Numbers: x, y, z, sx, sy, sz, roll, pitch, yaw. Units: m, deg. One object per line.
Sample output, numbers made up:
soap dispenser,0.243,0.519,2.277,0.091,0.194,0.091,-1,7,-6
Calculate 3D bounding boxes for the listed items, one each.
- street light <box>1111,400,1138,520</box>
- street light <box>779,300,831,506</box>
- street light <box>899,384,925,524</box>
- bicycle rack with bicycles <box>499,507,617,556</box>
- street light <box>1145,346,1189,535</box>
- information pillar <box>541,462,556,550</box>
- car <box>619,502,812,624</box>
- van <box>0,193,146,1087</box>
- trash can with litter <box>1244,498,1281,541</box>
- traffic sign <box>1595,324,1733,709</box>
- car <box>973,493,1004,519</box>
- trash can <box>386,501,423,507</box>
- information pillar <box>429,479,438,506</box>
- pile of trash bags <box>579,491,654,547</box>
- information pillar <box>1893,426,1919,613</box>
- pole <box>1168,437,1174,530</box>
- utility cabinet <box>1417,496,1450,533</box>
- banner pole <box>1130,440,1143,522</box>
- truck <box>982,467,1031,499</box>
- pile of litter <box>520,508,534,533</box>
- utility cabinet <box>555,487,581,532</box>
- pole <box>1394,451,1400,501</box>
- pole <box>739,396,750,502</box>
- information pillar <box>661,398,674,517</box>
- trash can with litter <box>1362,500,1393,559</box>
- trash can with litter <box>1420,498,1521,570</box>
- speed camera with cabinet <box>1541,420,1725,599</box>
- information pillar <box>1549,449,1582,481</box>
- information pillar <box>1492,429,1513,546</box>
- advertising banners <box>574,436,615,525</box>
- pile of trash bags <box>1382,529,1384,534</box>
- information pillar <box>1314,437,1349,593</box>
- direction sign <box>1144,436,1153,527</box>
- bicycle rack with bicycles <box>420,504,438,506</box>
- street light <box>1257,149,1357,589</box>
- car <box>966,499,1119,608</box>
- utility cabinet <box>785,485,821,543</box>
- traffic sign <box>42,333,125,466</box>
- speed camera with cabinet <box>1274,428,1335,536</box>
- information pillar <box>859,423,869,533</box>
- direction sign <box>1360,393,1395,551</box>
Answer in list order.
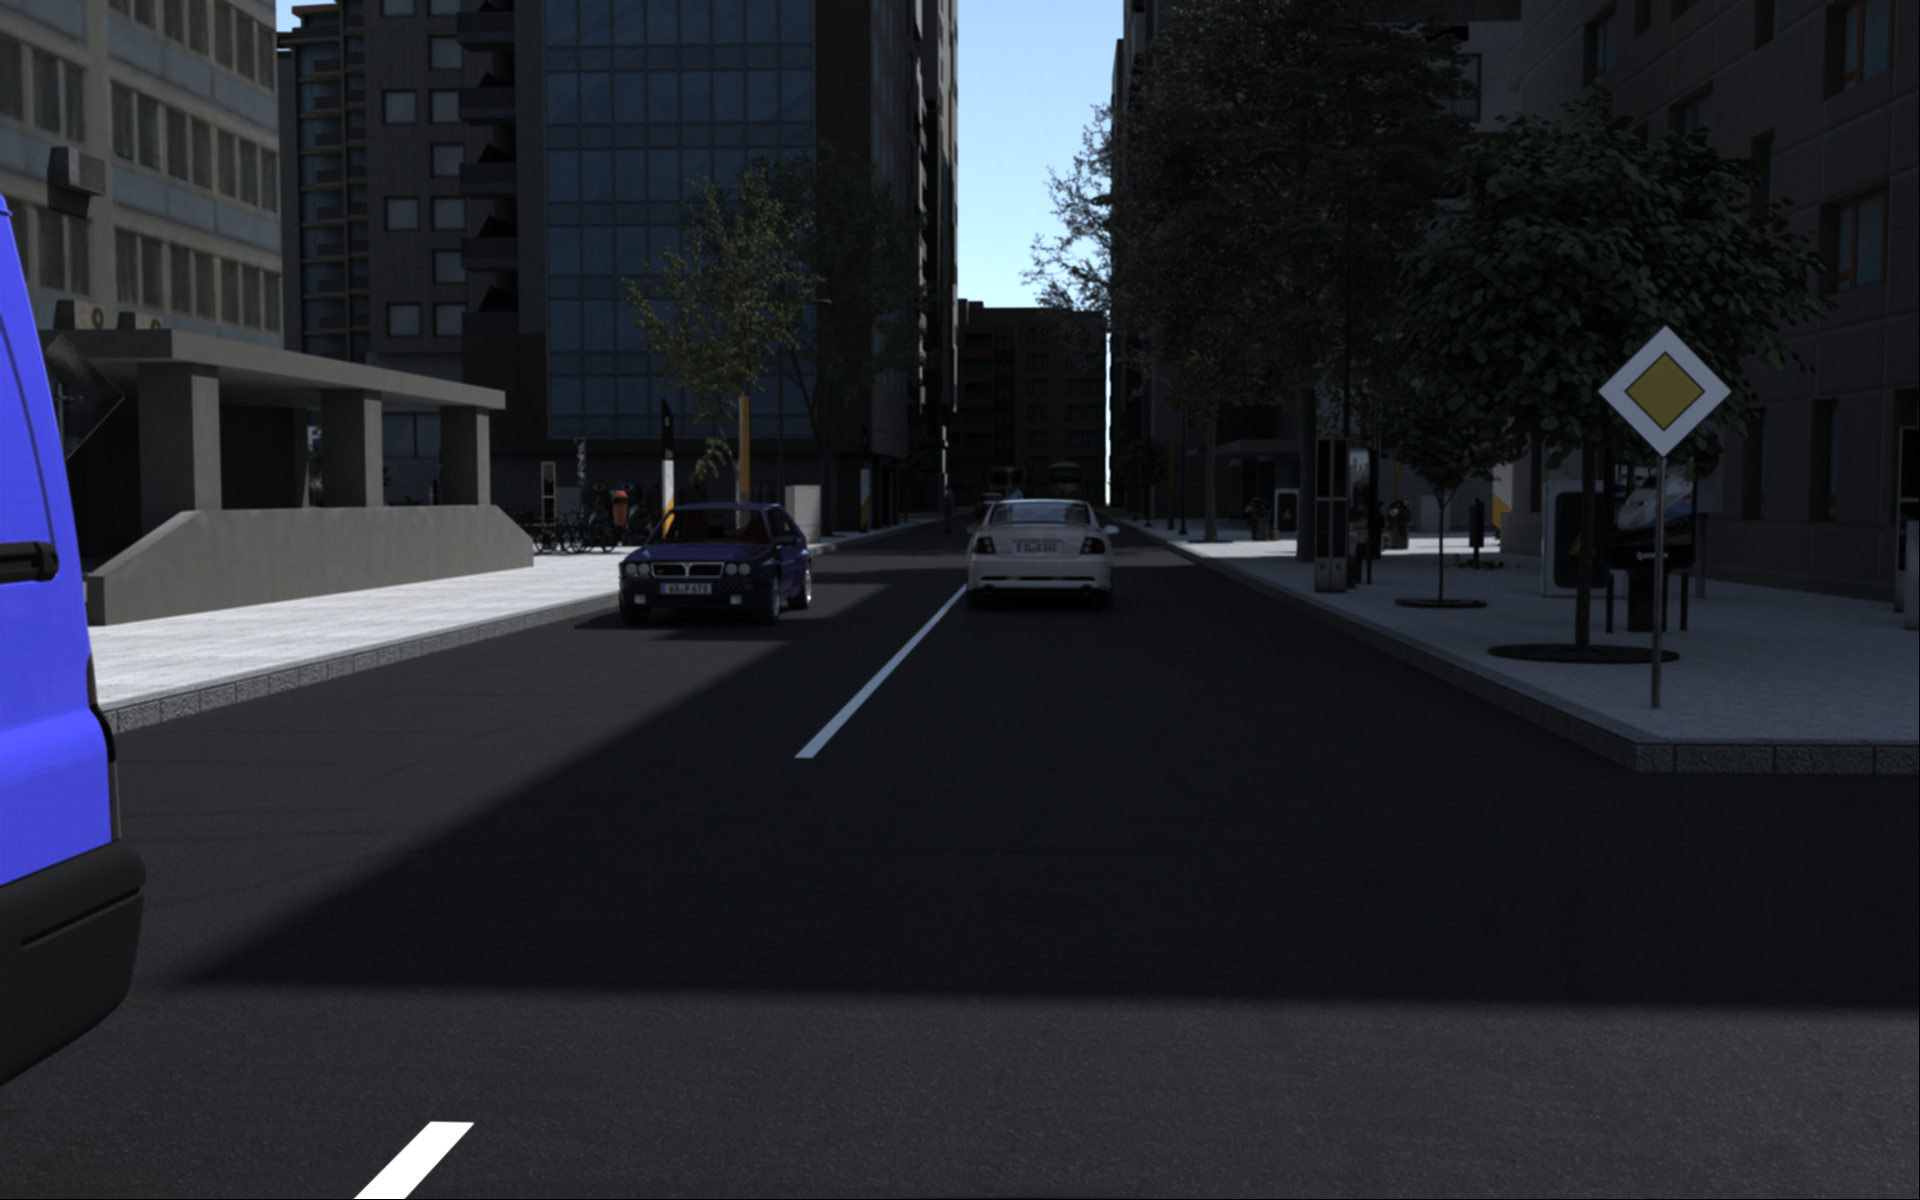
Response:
street light,8.108,-6.897,85.314,1.470,5.913,1.316,0,4,3
street light,-3.773,-4.224,41.606,1.470,5.913,1.316,0,4,3
street light,-2.151,-6.142,72.955,1.470,5.913,1.316,0,4,3
bicycle rack with bicycles,-8.750,-1.481,37.598,2.925,0.926,2.852,-3,5,-42
street light,6.485,-5.005,54.373,1.470,5.913,1.316,0,4,3
information pillar,-9.441,-2.156,39.738,0.304,2.012,0.304,-1,4,-17
car,-2.805,-0.474,20.333,1.945,1.354,3.894,0,4,3
van,-2.683,0.209,0.973,2.240,2.365,5.245,0,4,1
trash can with litter,8.287,-2.196,47.293,0.624,1.170,1.055,3,5,41
traffic sign,4.161,-0.408,10.307,0.795,2.450,0.064,0,4,3
car,1.860,-5.686,102.009,2.155,1.783,4.494,0,4,4
trash can,-11.718,-1.523,36.554,0.748,1.137,0.748,0,3,0
information pillar,-25.782,-4.914,84.844,0.304,2.012,0.304,3,5,40
pile of trash bags,-8.643,-2.082,43.785,1.912,1.369,3.447,-1,4,-10
information pillar,10.320,-0.870,18.722,0.304,2.012,0.304,3,5,39
pole,7.567,-4.174,62.085,0.158,3.312,0.155,0,3,0
utility cabinet,15.459,-2.773,56.507,1.020,1.237,0.306,0,4,-8
banner pole,8.271,-5.542,80.627,0.401,3.779,0.863,3,5,42
truck,3.522,-7.909,125.232,3.469,3.379,9.791,0,4,4
pile of litter,-13.834,-2.473,54.407,1.176,0.858,1.719,-1,4,-19
utility cabinet,-12.859,-2.983,57.452,1.173,1.500,0.318,0,4,8
pole,14.482,-3.885,57.368,0.158,3.312,0.155,0,3,0
pole,-4.501,-2.589,36.173,0.158,3.312,0.155,0,3,0
information pillar,-7.184,-3.131,42.546,0.183,3.616,0.504,1,4,16
trash can with litter,7.912,-1.399,34.262,0.624,1.170,1.055,-2,4,-26
trash can with litter,8.916,-1.170,30.194,1.678,1.210,2.233,1,4,14
speed camera with cabinet,8.248,-1.647,21.266,2.038,3.252,0.660,1,4,17
information pillar,9.302,-2.158,26.642,0.504,3.616,0.183,0,4,7
information pillar,13.412,-3.142,42.719,0.504,3.616,0.183,2,4,31
advertising banners,-10.898,-3.419,52.082,2.074,3.025,0.090,3,4,37
pile of trash bags,11.956,-2.839,56.176,3.447,1.369,1.912,0,4,5
information pillar,4.828,-1.102,22.512,0.304,2.012,0.304,-2,4,-32
direction sign,7.447,-4.673,68.401,0.379,3.537,0.876,0,4,1
bicycle rack with bicycles,-20.143,-3.053,63.295,2.852,0.926,2.925,1,4,10
street light,4.692,-3.113,23.441,1.470,5.913,1.316,0,4,3
car,1.098,-0.661,23.170,2.083,1.381,4.827,0,4,4
utility cabinet,-4.033,-2.182,44.357,0.318,1.500,1.173,2,4,29
traffic sign,-5.617,-0.441,10.860,0.795,2.450,0.064,0,4,3
speed camera with cabinet,10.531,-3.544,52.284,2.038,3.252,0.660,3,4,37
information pillar,-3.133,-4.013,56.969,0.183,3.616,0.504,1,4,22
direction sign,9.363,-2.867,38.865,0.876,3.537,0.379,3,5,44
